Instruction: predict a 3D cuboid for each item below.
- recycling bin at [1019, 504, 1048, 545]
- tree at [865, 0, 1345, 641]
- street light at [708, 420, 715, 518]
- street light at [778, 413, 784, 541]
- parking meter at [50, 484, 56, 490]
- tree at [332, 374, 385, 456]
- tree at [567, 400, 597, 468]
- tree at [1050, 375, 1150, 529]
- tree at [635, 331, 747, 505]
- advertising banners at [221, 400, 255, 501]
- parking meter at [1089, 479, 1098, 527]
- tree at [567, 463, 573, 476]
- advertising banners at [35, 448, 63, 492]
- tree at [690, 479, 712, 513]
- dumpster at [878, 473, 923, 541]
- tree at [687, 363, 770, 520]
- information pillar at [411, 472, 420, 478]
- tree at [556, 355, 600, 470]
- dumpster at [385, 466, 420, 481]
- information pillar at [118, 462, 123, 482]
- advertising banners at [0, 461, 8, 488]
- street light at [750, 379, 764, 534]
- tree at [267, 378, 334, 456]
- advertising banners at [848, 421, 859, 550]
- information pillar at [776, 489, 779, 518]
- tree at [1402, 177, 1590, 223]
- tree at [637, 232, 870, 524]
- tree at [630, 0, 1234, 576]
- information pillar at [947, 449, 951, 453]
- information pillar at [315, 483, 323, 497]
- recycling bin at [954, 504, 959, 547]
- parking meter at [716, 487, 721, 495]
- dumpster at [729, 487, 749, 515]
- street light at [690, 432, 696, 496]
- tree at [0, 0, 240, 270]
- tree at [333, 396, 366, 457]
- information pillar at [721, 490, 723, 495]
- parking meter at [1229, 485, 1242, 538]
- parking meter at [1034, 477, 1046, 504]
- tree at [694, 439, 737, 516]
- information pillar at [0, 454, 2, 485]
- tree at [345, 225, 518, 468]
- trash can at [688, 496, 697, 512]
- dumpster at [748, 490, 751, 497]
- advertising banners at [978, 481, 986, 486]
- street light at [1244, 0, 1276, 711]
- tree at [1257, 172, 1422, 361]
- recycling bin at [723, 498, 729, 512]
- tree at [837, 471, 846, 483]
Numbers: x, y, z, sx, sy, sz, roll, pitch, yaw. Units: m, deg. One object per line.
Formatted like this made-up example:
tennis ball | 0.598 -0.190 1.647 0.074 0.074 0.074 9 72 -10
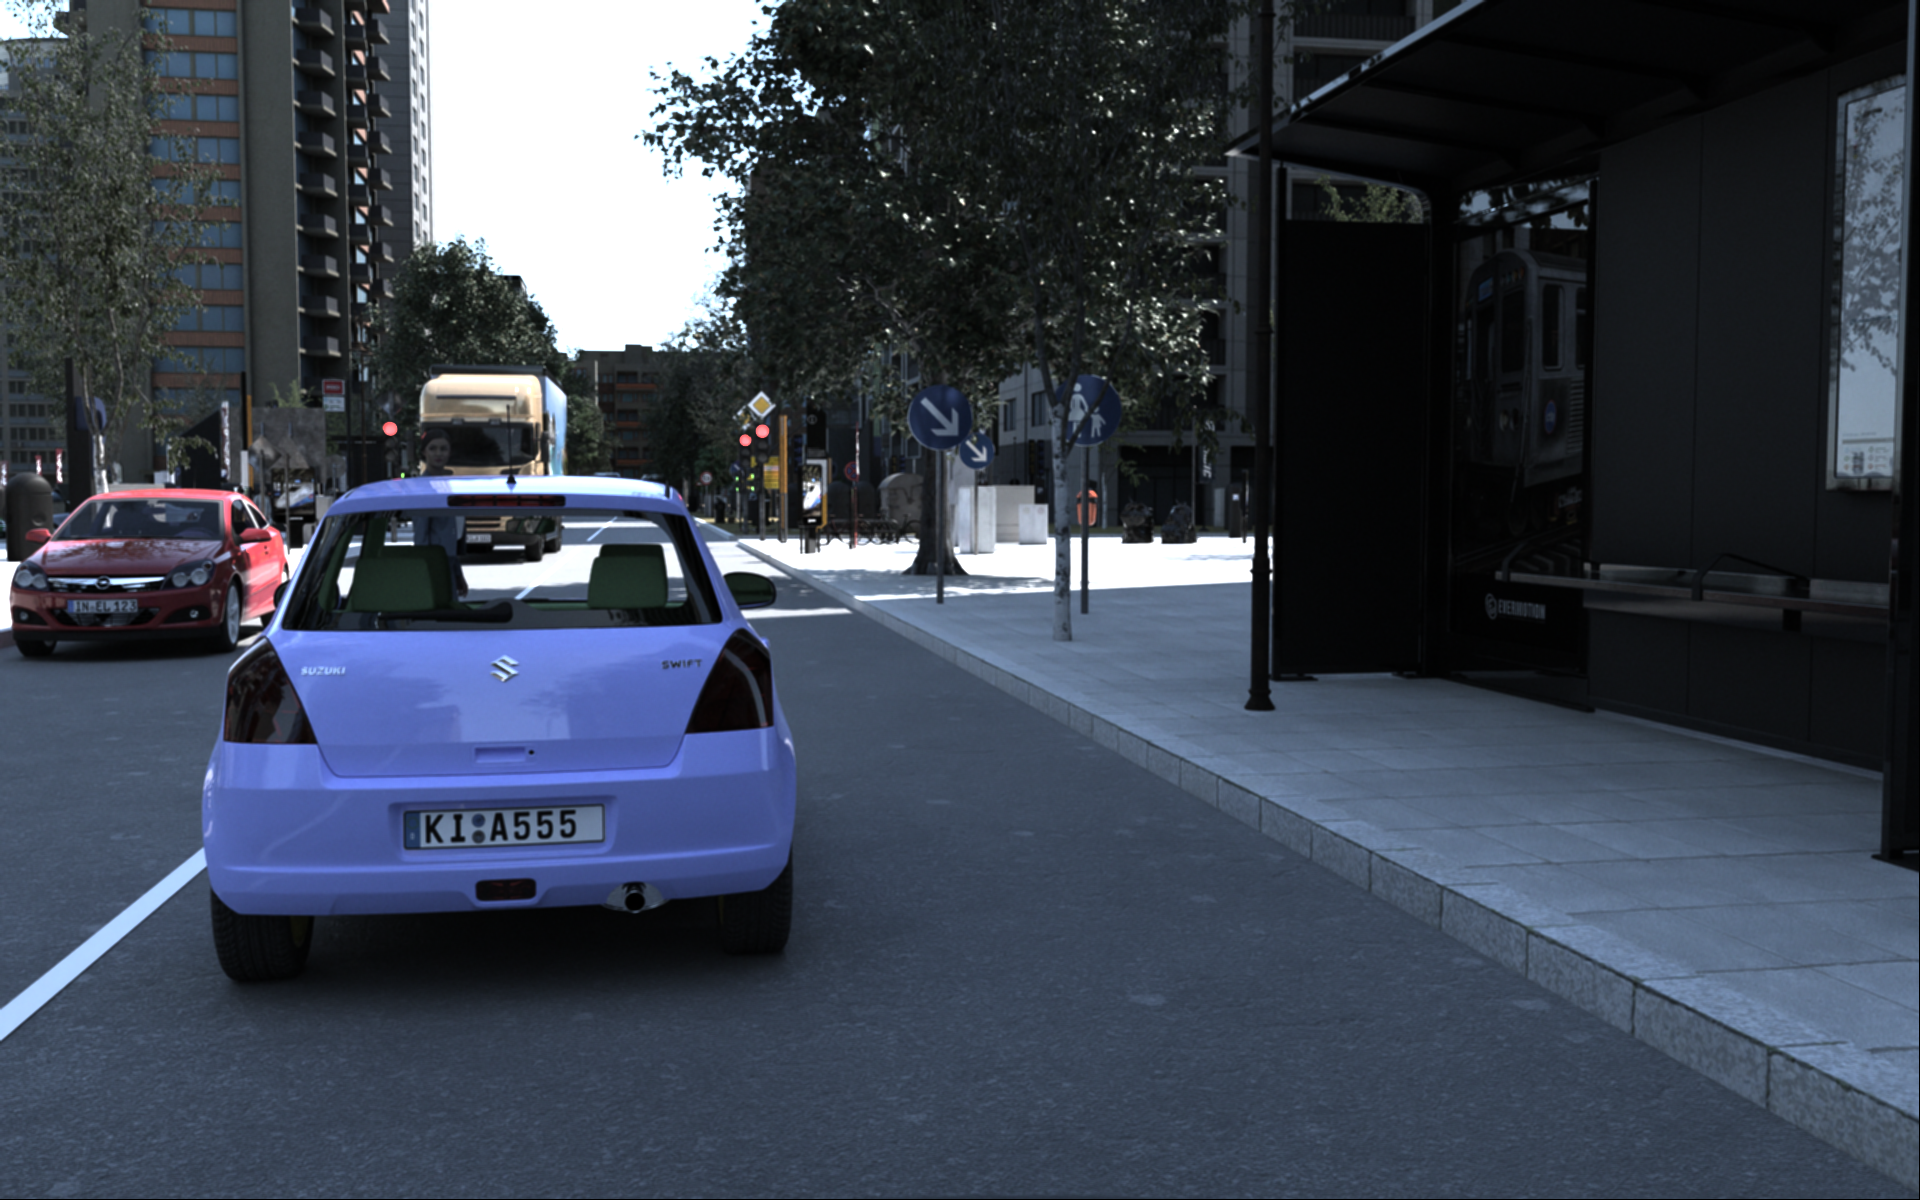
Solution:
recycling bin | 1.862 -1.914 43.853 0.722 1.027 0.722 0 4 3
tree | 0.933 -3.934 14.681 4.360 8.622 3.978 0 3 0
street light | -13.255 -7.330 92.627 0.468 5.910 1.993 -1 4 -10
street light | -4.870 -4.532 46.889 0.468 5.910 1.993 -1 4 -10
parking meter | -50.905 -5.598 97.240 0.399 1.863 0.255 0 4 -5
tree | -35.512 -9.358 103.370 4.360 8.622 3.978 0 3 0
tree | -30.868 -11.970 130.114 7.601 10.594 8.767 -2 4 -27
tree | 5.306 -6.903 63.224 4.737 8.622 4.395 0 3 0
tree | -30.925 -20.987 199.032 12.611 20.169 13.585 0 3 0
advertising banners | -13.347 -2.191 32.008 0.090 3.025 2.074 -3 4 -36
parking meter | 5.117 -3.757 67.136 0.399 1.863 0.255 2 4 29
tree | -32.604 -9.454 138.283 4.285 4.588 4.351 0 3 0
advertising banners | -34.160 -4.207 64.969 0.090 3.025 2.074 0 4 1
tree | -17.611 -7.663 119.886 1.663 3.219 1.824 0 3 0
dumpster | -1.525 -2.570 47.776 1.264 1.857 1.865 -1 4 -10
tree | -11.366 -8.366 87.150 4.360 8.622 3.978 0 3 0
information pillar | -18.066 -3.260 57.801 0.304 2.012 0.304 2 4 35
tree | -29.339 -11.821 119.030 9.928 11.665 9.643 0 3 0
dumpster | -18.961 -3.467 59.179 1.502 2.255 1.985 -1 4 -10
information pillar | -59.082 -7.987 121.948 0.504 3.616 0.183 2 4 32
advertising banners | -50.114 -5.724 89.779 2.074 3.025 0.090 1 4 16
street light | -6.512 -5.081 55.855 0.468 5.910 1.993 -1 4 -10
tree | -42.337 -9.704 109.031 4.737 8.622 4.395 0 3 0
advertising banners | -2.481 -2.725 40.748 0.090 3.025 2.074 0 4 2
information pillar | -9.683 -5.418 93.069 0.304 2.012 0.304 3 5 41
tree | 10.098 -4.968 31.591 4.360 8.622 3.978 0 3 0
tree | -8.391 -9.986 73.636 12.009 13.543 11.850 0 3 0
tree | -0.311 -6.741 27.218 9.611 12.733 9.660 0 3 0
information pillar | -0.469 -4.829 70.305 0.183 3.616 0.504 -3 4 -38
information pillar | -25.029 -3.859 67.594 0.304 2.012 0.304 1 4 18
recycling bin | 0.136 -1.820 42.310 0.722 1.027 0.722 2 4 25
parking meter | -14.795 -6.136 106.039 0.255 1.863 0.399 -1 4 -16
dumpster | -13.951 -6.338 109.390 1.264 1.857 1.865 -1 4 -10
street light | -19.737 -9.515 128.351 0.468 5.910 1.993 -1 4 -10
tree | -11.140 -4.390 22.137 4.360 8.622 3.978 0 3 0
tree | -43.623 -10.529 122.508 4.737 8.622 4.395 0 3 0
information pillar | -17.662 -8.365 128.123 0.183 3.616 0.504 1 4 20
parking meter | 8.017 -2.566 50.371 0.372 1.533 0.369 0 3 0
parking meter | 2.703 -3.232 58.555 0.399 1.863 0.255 0 4 -4
tree | -14.368 -7.318 103.361 4.285 4.588 4.351 0 3 0
information pillar | -56.903 -6.806 102.625 0.504 3.616 0.183 2 4 27
tree | -21.538 -9.619 74.284 9.611 12.733 9.660 0 3 0
trash can | -18.952 -6.796 122.766 0.748 1.137 0.748 0 3 0
dumpster | -14.069 -7.279 121.500 1.502 2.255 1.985 -1 4 -10
advertising banners | 1.670 -4.986 77.716 2.074 3.025 0.090 0 4 -4
street light | 1.787 -2.285 10.151 0.468 5.910 1.993 -1 4 -10
tree | 8.462 -5.324 37.407 4.737 8.622 4.395 0 3 0
recycling bin | -17.410 -7.014 127.236 0.722 1.027 0.722 0 4 4
tree | -9.130 -8.066 126.477 1.663 3.219 1.824 0 3 0
